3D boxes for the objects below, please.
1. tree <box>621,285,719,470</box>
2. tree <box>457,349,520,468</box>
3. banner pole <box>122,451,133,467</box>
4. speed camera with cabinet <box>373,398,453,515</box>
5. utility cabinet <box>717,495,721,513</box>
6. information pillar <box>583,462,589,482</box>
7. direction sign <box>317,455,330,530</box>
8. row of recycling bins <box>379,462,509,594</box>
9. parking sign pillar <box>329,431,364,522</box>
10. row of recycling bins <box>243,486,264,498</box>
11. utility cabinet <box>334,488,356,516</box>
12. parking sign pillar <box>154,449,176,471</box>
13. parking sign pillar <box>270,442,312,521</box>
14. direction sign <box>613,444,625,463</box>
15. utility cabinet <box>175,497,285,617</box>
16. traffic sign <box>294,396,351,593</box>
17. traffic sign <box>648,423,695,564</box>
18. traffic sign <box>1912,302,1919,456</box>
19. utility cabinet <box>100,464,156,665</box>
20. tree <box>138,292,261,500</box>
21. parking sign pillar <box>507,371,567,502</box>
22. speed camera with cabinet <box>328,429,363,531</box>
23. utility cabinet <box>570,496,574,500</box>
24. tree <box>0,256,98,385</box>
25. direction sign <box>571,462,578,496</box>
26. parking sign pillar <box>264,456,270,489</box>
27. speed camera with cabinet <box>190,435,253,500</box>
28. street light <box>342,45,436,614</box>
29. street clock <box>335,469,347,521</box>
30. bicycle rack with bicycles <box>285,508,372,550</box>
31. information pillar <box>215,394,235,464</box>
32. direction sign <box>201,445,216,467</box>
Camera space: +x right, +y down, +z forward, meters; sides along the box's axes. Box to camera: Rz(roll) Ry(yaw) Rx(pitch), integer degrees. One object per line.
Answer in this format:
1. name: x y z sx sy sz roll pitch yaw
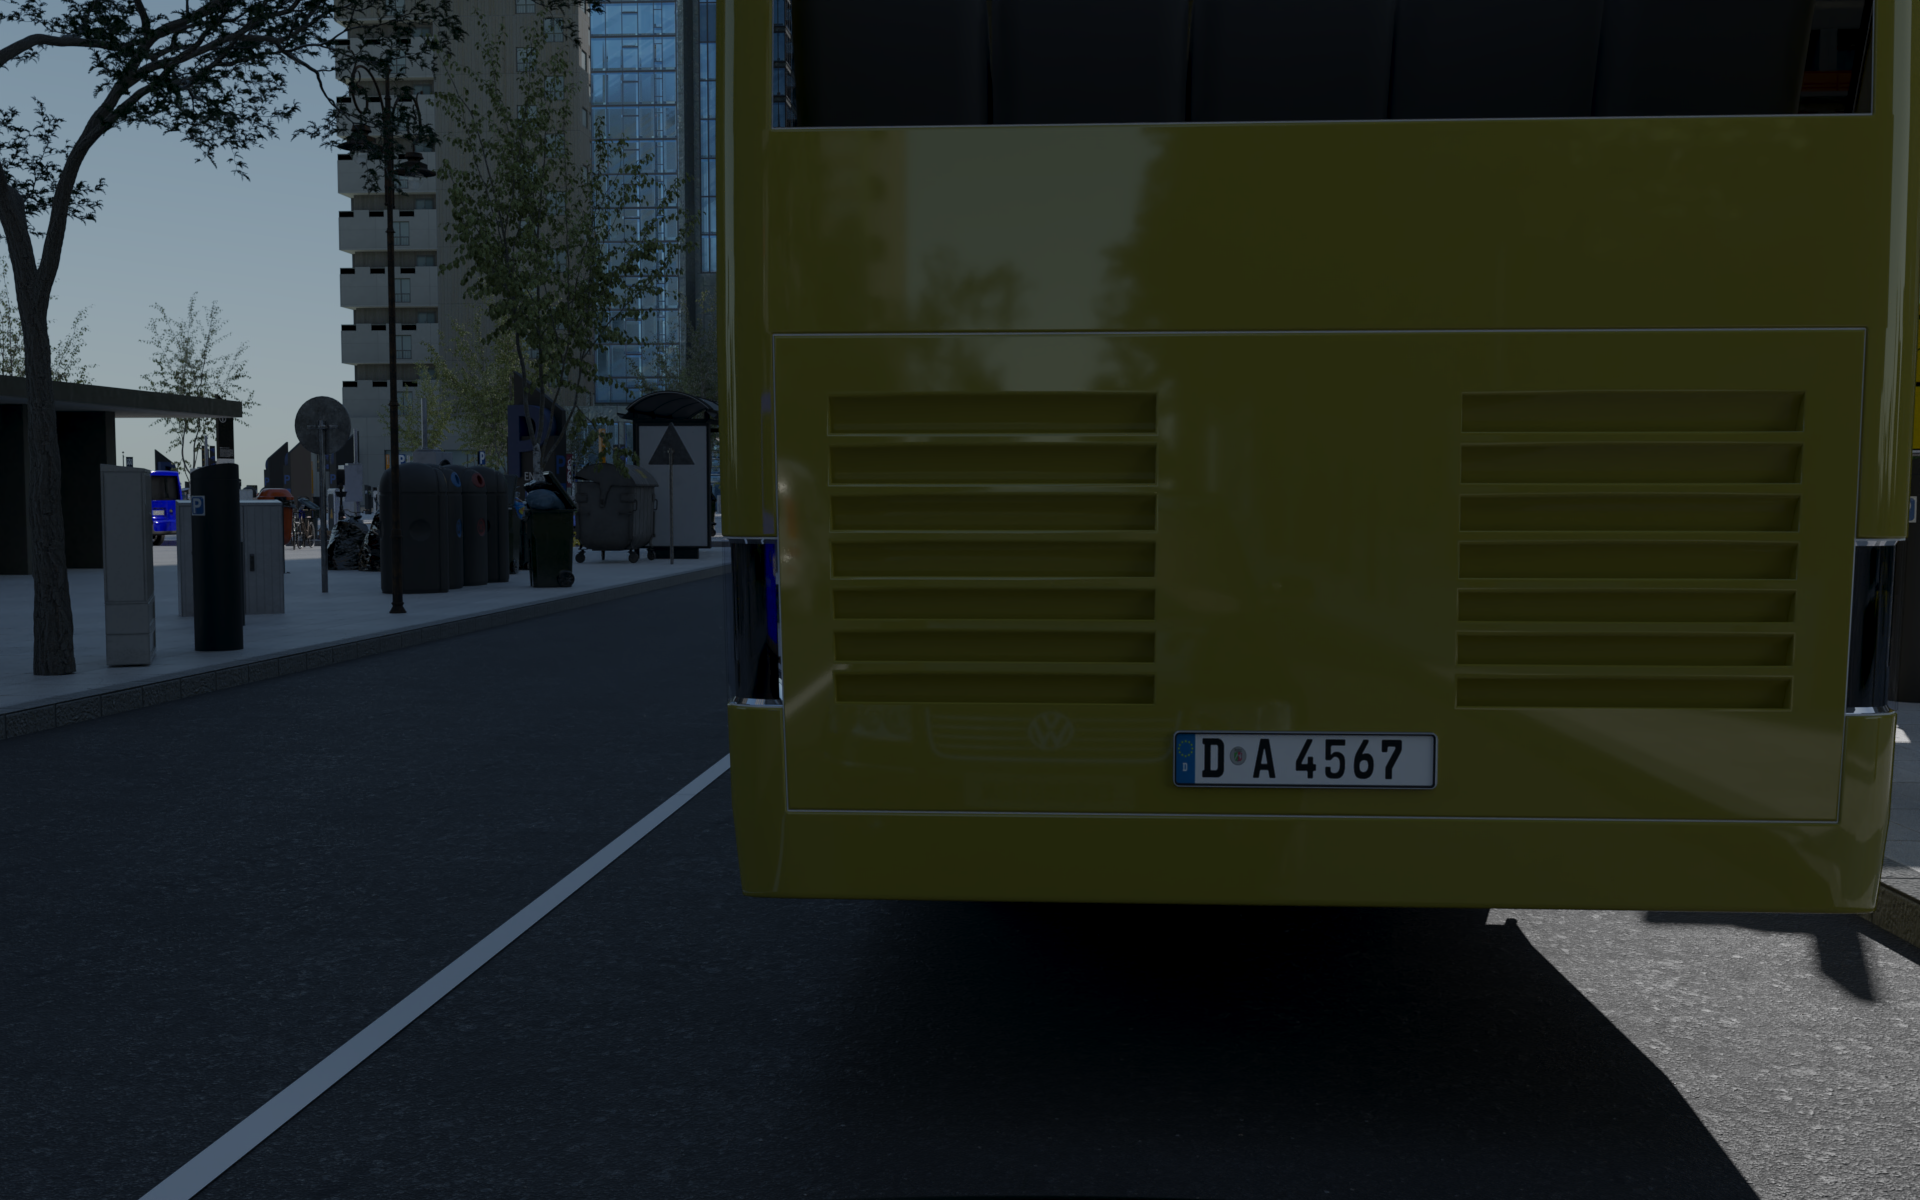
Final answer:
1. tree: -9.291 -6.733 60.448 4.360 8.622 3.978 0 3 0
2. tree: -23.198 -8.326 86.497 4.360 8.622 3.978 0 3 0
3. banner pole: -48.899 -6.834 101.745 0.401 3.779 0.863 2 4 31
4. speed camera with cabinet: -11.030 -2.494 35.121 0.660 3.252 2.038 1 4 13
5. utility cabinet: -16.096 -6.421 116.142 0.306 1.237 1.020 -1 4 -14
6. information pillar: -26.892 -8.153 124.659 0.504 3.616 0.183 -2 4 -27
7. direction sign: -22.204 -4.185 60.428 0.876 3.537 0.379 3 5 43
8. row of recycling bins: -7.102 -1.025 23.878 1.069 1.692 3.534 0 4 2
9. parking sign pillar: -26.091 -5.197 73.440 1.447 3.967 1.447 2 4 27
10. row of recycling bins: -38.693 -5.264 93.176 3.534 1.692 1.069 -1 4 -15
11. utility cabinet: -23.881 -3.592 67.415 0.318 1.500 1.173 1 4 13
12. parking sign pillar: -47.911 -7.106 104.652 1.447 3.967 1.447 2 4 31
13. parking sign pillar: -29.342 -5.397 76.719 1.447 3.967 1.447 1 4 21
14. direction sign: -15.540 -5.323 79.030 0.876 3.537 0.379 3 5 43
15. utility cabinet: -7.757 -0.444 18.423 1.020 1.237 0.306 -2 4 -31
16. traffic sign: -8.277 -1.369 22.497 0.768 2.556 0.104 0 4 6
17. traffic sign: -5.258 -1.929 31.546 0.884 2.594 0.081 1 4 11
18. traffic sign: 6.081 -1.078 11.495 2.265 3.308 0.079 0 4 5
19. utility cabinet: -6.367 -0.283 13.305 0.318 1.500 1.173 -1 4 -23
20. tree: -28.273 -6.943 63.885 4.360 8.622 3.978 0 3 0
21. parking sign pillar: -9.229 -3.015 37.763 1.447 3.967 1.447 2 4 25
22. speed camera with cabinet: -18.837 -3.588 53.005 0.660 3.252 2.038 -2 4 -33
23. utility cabinet: -15.462 -3.458 67.694 0.306 1.237 1.020 1 4 14
24. tree: -28.576 -6.250 52.543 4.360 8.622 3.978 0 3 0
25. direction sign: -27.514 -7.990 122.633 0.876 3.537 0.379 -1 4 -17
26. parking sign pillar: -34.995 -6.129 88.681 1.447 3.967 1.447 2 4 24
27. speed camera with cabinet: -25.196 -3.961 59.104 0.660 3.252 2.038 2 4 31
28. street light: -6.060 -2.795 18.492 0.468 5.910 1.993 0 4 4
29. street clock: -17.938 -2.791 50.210 0.358 2.002 0.471 -1 4 -18
30. bicycle rack with bicycles: -15.035 -1.669 40.674 2.852 0.926 2.925 0 4 1
31. information pillar: -17.272 -3.020 40.724 0.183 3.616 0.504 1 4 22
32. direction sign: -35.013 -5.429 80.767 0.379 3.537 0.876 1 4 17
